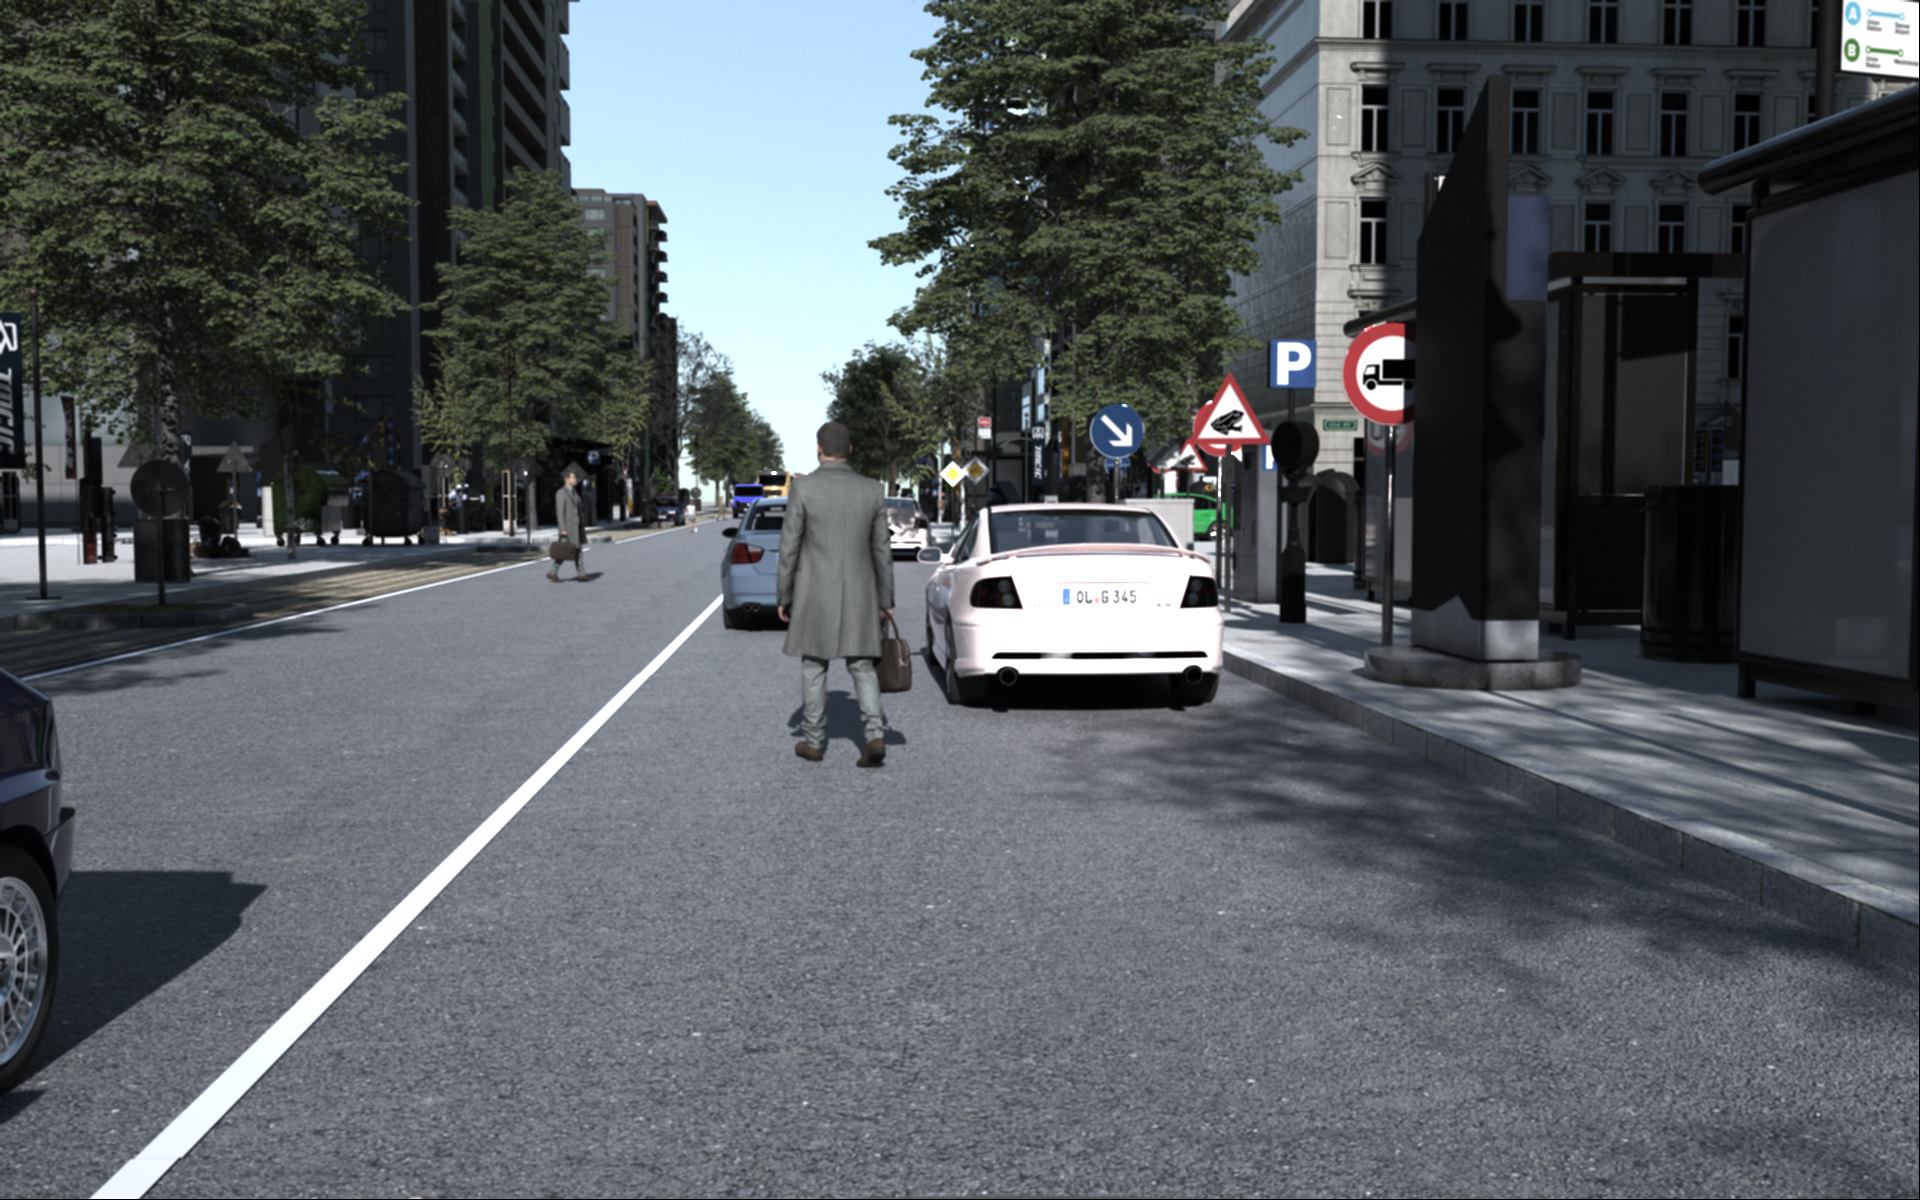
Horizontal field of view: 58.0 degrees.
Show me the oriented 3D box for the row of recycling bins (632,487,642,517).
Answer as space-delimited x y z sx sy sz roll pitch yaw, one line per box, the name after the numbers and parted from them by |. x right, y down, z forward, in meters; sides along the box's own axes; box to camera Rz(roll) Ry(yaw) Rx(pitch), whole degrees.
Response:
-18.533 -5.672 99.853 1.069 1.692 3.534 0 4 -4 | row of recycling bins

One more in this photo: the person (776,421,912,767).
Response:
-0.643 -0.036 9.191 0.694 1.812 0.767 -1 4 -21 | person

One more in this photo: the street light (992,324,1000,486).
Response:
0.881 -4.374 44.308 0.468 5.910 1.993 0 4 -4 | street light

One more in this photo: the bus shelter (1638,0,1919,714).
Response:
5.830 -1.944 9.415 2.179 5.291 8.768 0 4 -5 | bus shelter

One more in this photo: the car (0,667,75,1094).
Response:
-3.061 0.600 2.772 1.945 1.354 3.894 0 4 -3 | car

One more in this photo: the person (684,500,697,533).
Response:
-9.996 -3.100 64.204 0.505 1.210 0.382 0 4 -6 | person

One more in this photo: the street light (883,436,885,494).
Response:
-5.531 -9.381 126.168 0.468 5.910 1.993 0 4 -4 | street light

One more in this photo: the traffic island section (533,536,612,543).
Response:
-11.558 -1.808 51.843 2.009 0.180 2.903 0 4 -4 | traffic island section

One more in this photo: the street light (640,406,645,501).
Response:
-16.579 -7.188 90.308 0.468 5.910 1.993 0 4 -4 | street light

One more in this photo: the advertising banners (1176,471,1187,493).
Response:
8.884 -4.276 66.092 2.074 3.025 0.090 1 4 18 | advertising banners

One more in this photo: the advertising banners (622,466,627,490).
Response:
-20.312 -6.870 108.512 2.074 3.025 0.090 2 4 25 | advertising banners

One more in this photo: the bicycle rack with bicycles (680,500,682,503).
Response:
-19.353 -6.087 112.901 2.852 0.926 2.925 -1 4 -17 | bicycle rack with bicycles

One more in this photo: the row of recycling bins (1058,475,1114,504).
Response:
2.879 -1.934 38.740 1.069 1.692 3.534 1 4 13 | row of recycling bins

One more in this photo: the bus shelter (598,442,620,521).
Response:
-16.869 -5.412 79.776 1.731 3.624 6.357 0 4 -5 | bus shelter

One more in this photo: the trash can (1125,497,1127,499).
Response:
8.373 -4.797 90.090 0.748 1.137 0.748 0 3 0 | trash can

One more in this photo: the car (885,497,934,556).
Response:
-1.604 -1.602 38.552 2.083 1.381 4.827 0 4 -3 | car

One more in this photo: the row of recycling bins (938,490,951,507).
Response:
-1.145 -6.858 119.233 1.069 1.692 3.534 -1 4 -18 | row of recycling bins

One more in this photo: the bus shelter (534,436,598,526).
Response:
-16.649 -4.983 72.748 1.731 3.624 6.357 0 4 -4 | bus shelter

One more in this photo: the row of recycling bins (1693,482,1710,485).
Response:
24.188 -3.126 58.219 3.534 1.692 1.069 -3 4 -37 | row of recycling bins

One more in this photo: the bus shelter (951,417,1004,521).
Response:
0.753 -6.729 87.648 2.179 5.291 8.768 0 4 -4 | bus shelter

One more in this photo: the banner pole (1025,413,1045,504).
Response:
2.270 -3.885 53.538 0.863 3.779 0.401 -1 4 -19 | banner pole

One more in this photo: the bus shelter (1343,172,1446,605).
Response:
5.806 -2.553 19.366 2.179 5.291 8.768 0 4 -4 | bus shelter

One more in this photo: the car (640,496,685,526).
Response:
-13.338 -3.997 77.927 1.945 1.354 3.894 0 4 -5 | car

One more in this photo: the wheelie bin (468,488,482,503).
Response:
-26.472 -5.269 94.052 0.980 1.594 0.693 -2 4 -29 | wheelie bin

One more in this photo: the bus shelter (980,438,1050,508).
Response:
2.010 -4.335 64.797 2.014 3.302 5.546 0 4 -5 | bus shelter

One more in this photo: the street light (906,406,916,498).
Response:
-2.499 -7.042 87.918 0.468 5.910 1.993 0 4 -4 | street light

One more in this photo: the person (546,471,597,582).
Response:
-6.327 -1.196 28.157 0.767 1.812 0.694 1 4 10 | person

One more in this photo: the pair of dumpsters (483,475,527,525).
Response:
-18.982 -4.308 72.924 1.574 2.255 4.437 0 4 -5 | pair of dumpsters

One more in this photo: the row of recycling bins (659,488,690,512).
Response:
-20.212 -7.038 122.187 1.069 1.692 3.534 1 4 21 | row of recycling bins

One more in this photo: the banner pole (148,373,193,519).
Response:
-16.518 -2.811 35.973 0.401 3.779 0.863 2 4 33 | banner pole

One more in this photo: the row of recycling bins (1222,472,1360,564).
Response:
6.418 -1.605 33.357 1.069 1.692 3.534 -2 4 -25 | row of recycling bins

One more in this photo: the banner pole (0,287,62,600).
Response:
-11.450 -1.899 21.066 0.863 3.779 0.401 0 4 -7 | banner pole

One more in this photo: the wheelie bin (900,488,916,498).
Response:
-2.935 -5.424 96.585 0.980 1.594 0.693 1 4 20 | wheelie bin

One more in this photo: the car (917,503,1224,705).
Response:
0.739 -0.053 13.221 2.083 1.381 4.827 0 4 -4 | car

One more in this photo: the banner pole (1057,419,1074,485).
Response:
3.554 -4.149 57.851 0.863 3.779 0.401 -3 4 -38 | banner pole

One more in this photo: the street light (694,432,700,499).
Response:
-19.480 -9.505 128.198 0.468 5.910 1.993 0 4 -4 | street light

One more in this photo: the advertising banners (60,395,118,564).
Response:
-15.975 -2.176 31.760 0.090 3.025 2.074 0 4 -3 | advertising banners

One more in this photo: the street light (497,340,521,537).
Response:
-13.512 -4.849 52.061 0.468 5.910 1.993 0 4 -4 | street light

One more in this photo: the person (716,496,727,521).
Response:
-12.850 -4.918 93.183 0.640 1.303 0.475 -2 4 -33 | person

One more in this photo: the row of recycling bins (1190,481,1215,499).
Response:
8.935 -2.914 54.758 3.534 1.692 1.069 0 4 -4 | row of recycling bins

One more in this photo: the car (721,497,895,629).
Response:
-1.734 -0.473 19.743 2.014 1.417 4.499 0 4 -4 | car

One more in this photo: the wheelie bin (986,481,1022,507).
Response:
1.036 -2.080 41.920 0.693 1.594 0.980 2 4 35 | wheelie bin

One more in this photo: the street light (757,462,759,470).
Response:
-28.978 -16.910 249.270 0.468 5.910 1.993 0 4 -4 | street light

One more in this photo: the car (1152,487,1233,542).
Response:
5.970 -2.516 49.930 4.718 1.807 1.959 0 4 -4 | car

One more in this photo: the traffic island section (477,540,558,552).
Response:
-10.942 -1.321 43.881 2.009 0.180 2.903 0 4 -4 | traffic island section

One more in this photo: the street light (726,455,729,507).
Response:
-22.520 -11.861 166.720 0.468 5.910 1.993 0 4 -4 | street light
